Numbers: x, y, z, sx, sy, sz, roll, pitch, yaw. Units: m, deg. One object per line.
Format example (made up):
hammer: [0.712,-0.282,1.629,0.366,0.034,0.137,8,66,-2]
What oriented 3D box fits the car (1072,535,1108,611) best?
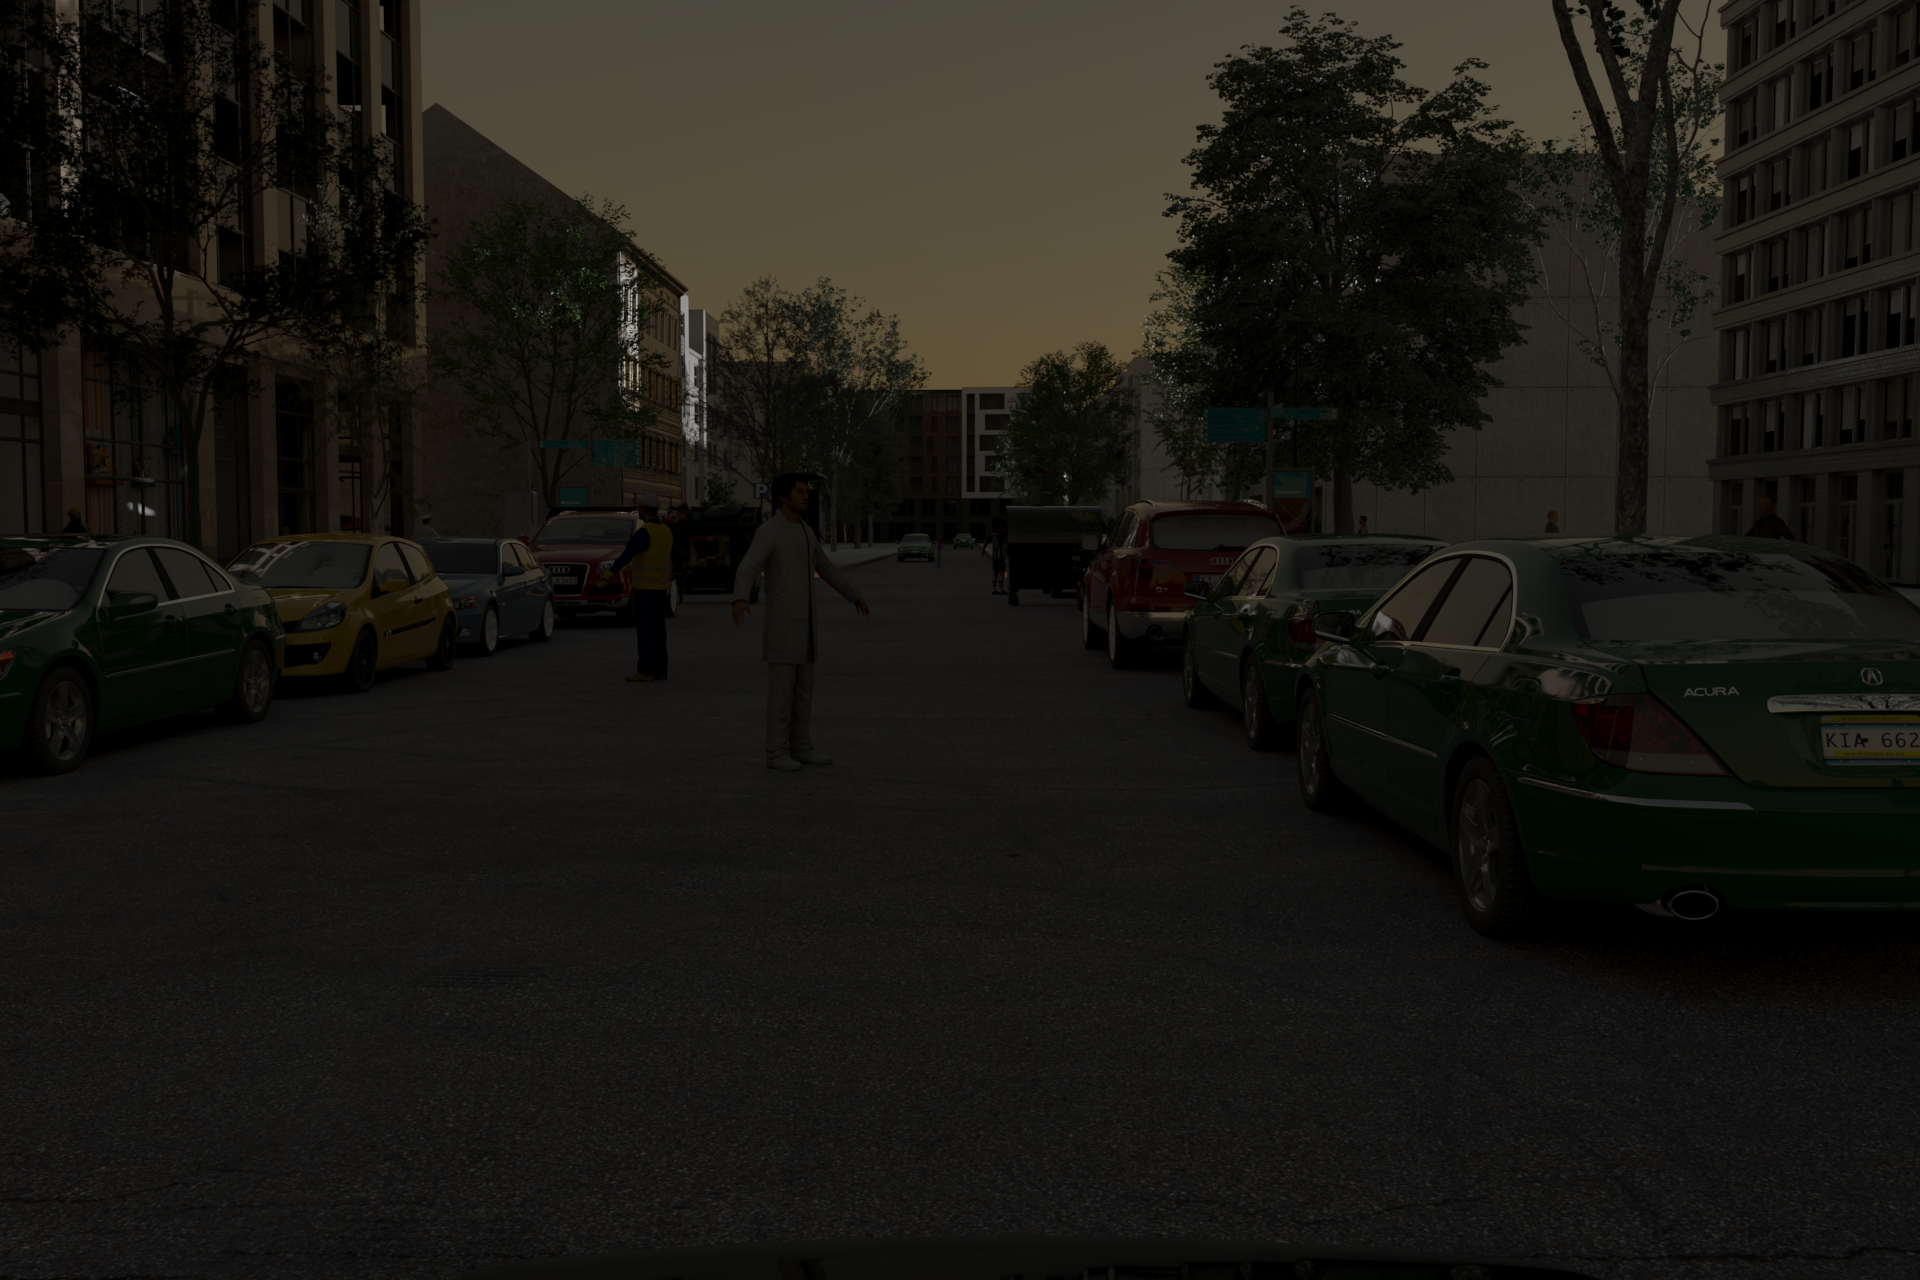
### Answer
car: [3.060,-1.308,31.178,2.009,1.686,4.222,0,4,-1]

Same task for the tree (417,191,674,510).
tree: [-12.640,-7.800,53.287,9.928,11.665,9.643,0,3,0]

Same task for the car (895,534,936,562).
car: [-2.269,-4.785,90.034,2.131,1.459,4.920,0,4,1]

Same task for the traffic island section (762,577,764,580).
traffic island section: [-6.379,-1.972,55.111,1.991,0.108,1.994,0,4,0]

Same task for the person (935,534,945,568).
person: [-0.832,-3.795,73.764,0.599,1.433,0.991,1,4,16]

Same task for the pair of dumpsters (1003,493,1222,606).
pair of dumpsters: [3.087,-1.825,34.793,4.436,2.255,1.574,0,4,-1]

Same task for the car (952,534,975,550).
car: [0.338,-9.045,159.689,2.131,1.459,4.920,0,3,0]

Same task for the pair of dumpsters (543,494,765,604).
pair of dumpsters: [-6.283,-1.882,35.720,4.436,2.255,1.574,0,4,1]

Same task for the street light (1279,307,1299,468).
street light: [7.250,-3.796,34.614,1.470,5.913,1.316,0,3,0]

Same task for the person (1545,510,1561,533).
person: [11.966,-1.728,34.851,0.434,1.755,0.990,1,4,16]

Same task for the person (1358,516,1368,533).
person: [11.469,-2.648,49.458,0.704,1.807,1.345,1,4,15]

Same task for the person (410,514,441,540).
person: [-13.231,-2.245,43.170,1.216,1.778,0.721,1,4,17]

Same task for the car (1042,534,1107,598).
car: [2.928,-1.758,40.542,2.131,1.459,4.920,0,4,-1]

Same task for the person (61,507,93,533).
person: [-18.728,-1.889,36.650,1.351,1.858,0.704,1,4,16]

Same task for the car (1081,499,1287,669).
car: [2.586,-0.689,19.939,2.281,1.827,5.304,0,4,-1]

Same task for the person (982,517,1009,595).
person: [0.940,-1.977,40.925,0.704,1.843,1.345,-3,5,-42]

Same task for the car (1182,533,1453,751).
car: [2.806,-0.066,12.882,2.131,1.459,4.920,0,4,-1]

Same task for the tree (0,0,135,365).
tree: [-12.304,-5.087,17.580,7.601,10.594,8.767,-2,4,-26]

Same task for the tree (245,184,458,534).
tree: [-12.242,-5.266,36.468,4.360,8.622,3.978,0,3,0]

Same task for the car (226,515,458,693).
car: [-6.200,-0.402,16.800,2.015,1.641,3.980,0,4,0]

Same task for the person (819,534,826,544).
person: [-6.083,-4.101,73.770,0.721,1.740,1.216,2,4,29]

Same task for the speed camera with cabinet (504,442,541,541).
speed camera with cabinet: [-9.448,-2.662,37.860,0.660,3.252,2.038,0,4,-1]

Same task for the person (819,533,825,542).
person: [-7.257,-4.961,87.340,0.704,1.802,1.346,2,4,29]

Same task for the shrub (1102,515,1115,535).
shrub: [6.320,-4.211,72.892,1.661,2.075,1.752,0,3,0]

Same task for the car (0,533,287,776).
car: [-6.233,0.001,11.780,2.131,1.459,4.920,0,3,0]

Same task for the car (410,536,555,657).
car: [-6.337,-0.598,21.781,2.014,1.417,4.499,0,4,0]

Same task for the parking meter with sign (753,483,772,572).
parking meter with sign: [-6.725,-3.884,59.766,0.543,3.016,1.738,0,4,2]

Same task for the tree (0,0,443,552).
tree: [-11.925,-5.680,27.284,8.767,10.594,7.601,1,4,11]

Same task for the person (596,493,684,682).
person: [-3.052,-0.520,16.925,0.705,1.833,1.349,2,4,25]

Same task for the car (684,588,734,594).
car: [-6.226,-1.993,42.812,2.015,1.641,3.980,0,3,0]

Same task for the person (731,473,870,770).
person: [-1.015,-0.123,10.649,0.705,1.806,1.347,2,4,31]

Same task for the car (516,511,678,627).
car: [-5.946,-1.205,28.369,2.281,1.827,5.304,0,4,1]

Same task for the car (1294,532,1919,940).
car: [2.728,0.259,7.558,2.131,1.459,4.920,0,4,-1]

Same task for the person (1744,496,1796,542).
person: [11.051,-1.077,23.795,0.705,1.807,1.348,-1,4,-18]

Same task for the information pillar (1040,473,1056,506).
information pillar: [3.745,-5.186,74.161,0.750,3.857,0.750,0,4,-1]
